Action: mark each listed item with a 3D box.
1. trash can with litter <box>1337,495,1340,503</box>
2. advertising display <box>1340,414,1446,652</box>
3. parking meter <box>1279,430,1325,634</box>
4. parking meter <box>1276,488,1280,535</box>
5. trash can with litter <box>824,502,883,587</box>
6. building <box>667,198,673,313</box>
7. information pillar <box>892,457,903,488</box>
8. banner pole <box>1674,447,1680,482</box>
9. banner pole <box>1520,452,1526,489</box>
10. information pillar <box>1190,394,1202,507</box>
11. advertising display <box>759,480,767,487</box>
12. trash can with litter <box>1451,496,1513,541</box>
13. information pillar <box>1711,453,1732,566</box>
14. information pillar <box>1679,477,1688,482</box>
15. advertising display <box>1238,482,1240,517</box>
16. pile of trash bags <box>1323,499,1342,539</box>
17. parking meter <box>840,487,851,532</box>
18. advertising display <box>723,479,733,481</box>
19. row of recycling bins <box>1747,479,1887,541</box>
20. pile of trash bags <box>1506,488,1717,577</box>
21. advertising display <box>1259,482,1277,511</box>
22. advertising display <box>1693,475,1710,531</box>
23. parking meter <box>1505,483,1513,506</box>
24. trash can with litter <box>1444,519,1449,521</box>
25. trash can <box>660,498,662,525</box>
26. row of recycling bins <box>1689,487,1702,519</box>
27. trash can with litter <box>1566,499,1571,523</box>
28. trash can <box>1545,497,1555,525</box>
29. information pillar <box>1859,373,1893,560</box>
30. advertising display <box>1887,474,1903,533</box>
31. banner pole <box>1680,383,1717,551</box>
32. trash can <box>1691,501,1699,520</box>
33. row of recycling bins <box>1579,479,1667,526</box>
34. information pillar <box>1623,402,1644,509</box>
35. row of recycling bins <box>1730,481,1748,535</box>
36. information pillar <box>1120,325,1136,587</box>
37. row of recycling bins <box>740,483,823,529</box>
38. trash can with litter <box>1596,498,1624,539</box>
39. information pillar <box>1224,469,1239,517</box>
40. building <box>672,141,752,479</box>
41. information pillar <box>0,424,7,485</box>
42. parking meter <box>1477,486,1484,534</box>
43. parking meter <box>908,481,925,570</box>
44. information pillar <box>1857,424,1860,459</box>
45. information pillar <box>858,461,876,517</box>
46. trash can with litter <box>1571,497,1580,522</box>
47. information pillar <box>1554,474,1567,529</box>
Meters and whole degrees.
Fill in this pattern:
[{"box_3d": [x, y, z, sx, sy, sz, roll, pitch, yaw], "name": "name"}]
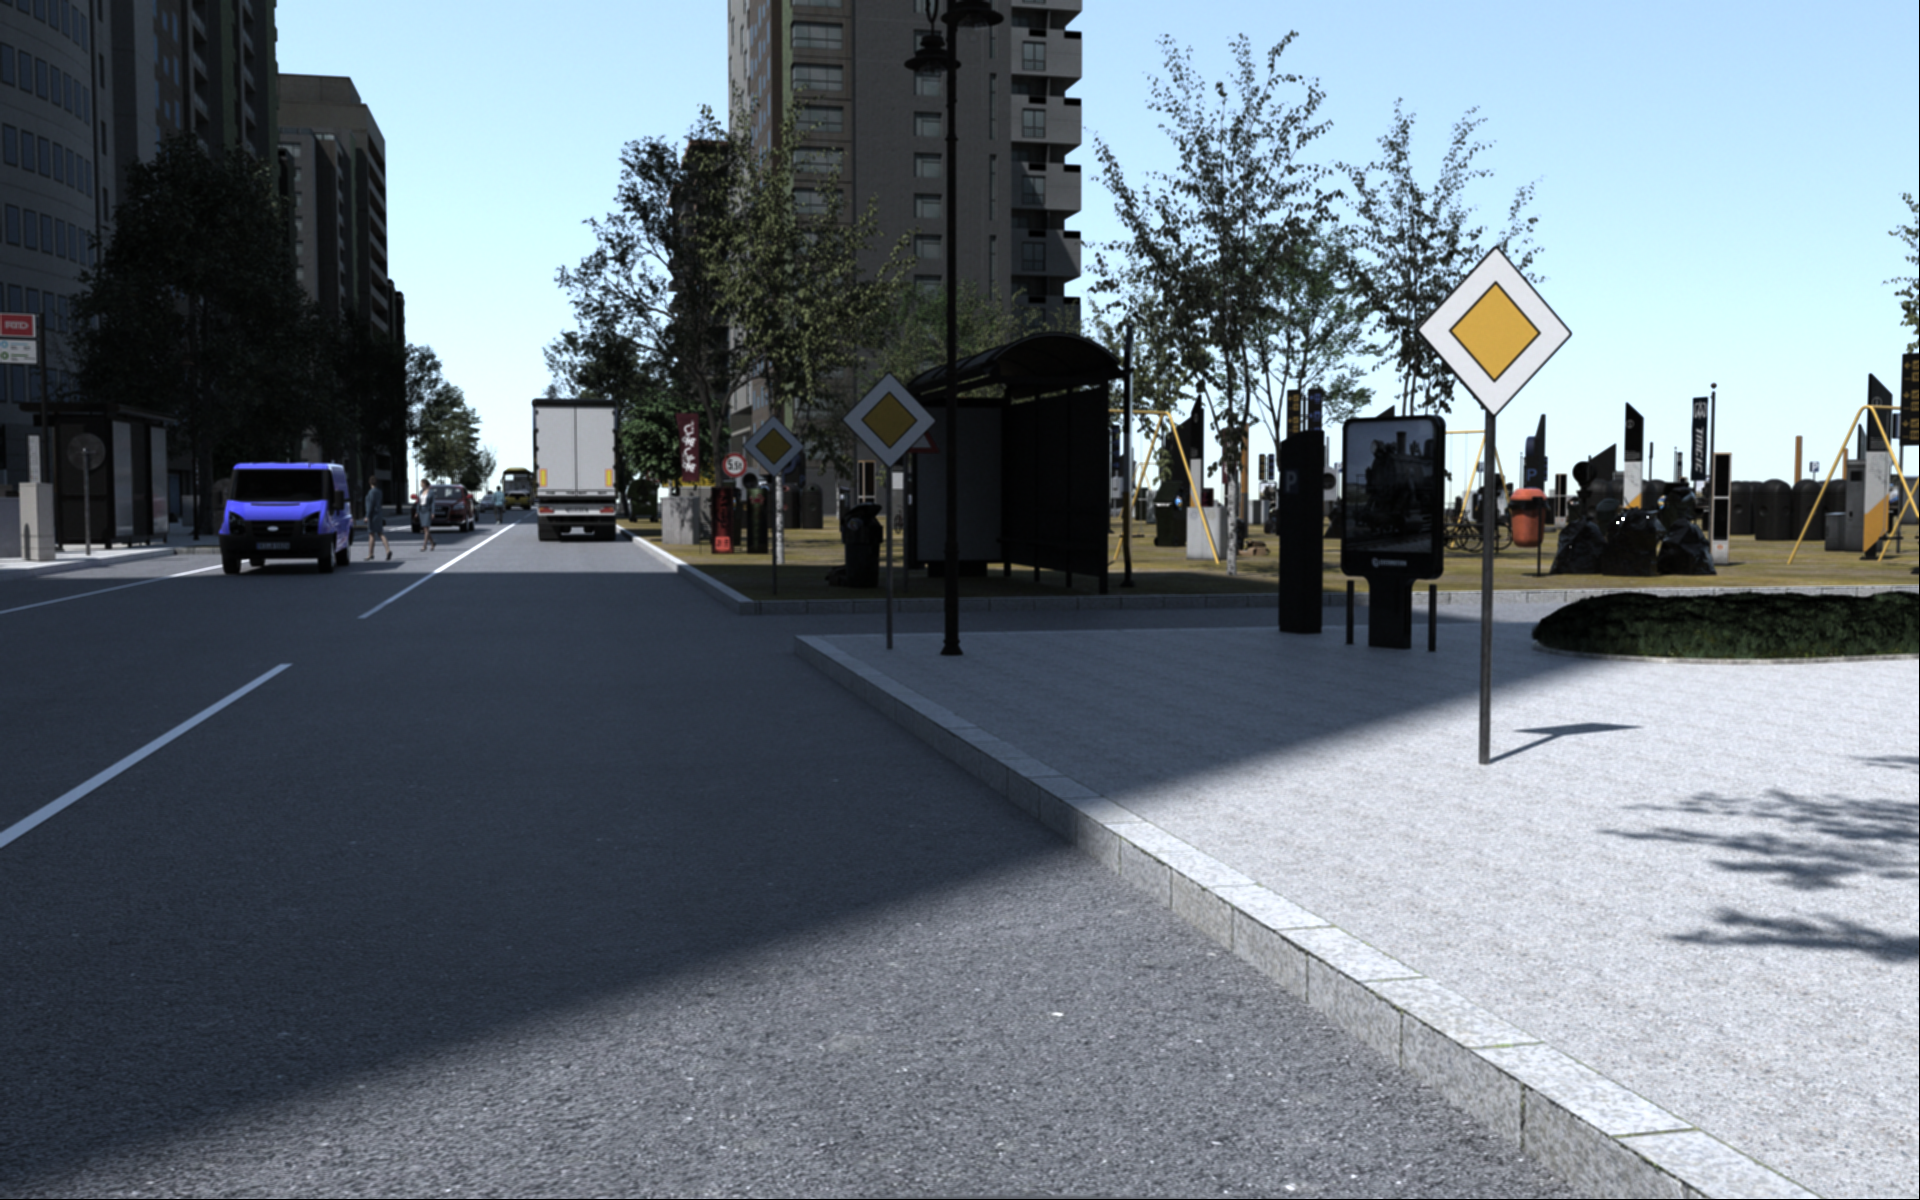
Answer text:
[{"box_3d": [22.101, -5.439, 99.985, 2.233, 1.210, 1.678, -2, 4, -28], "name": "trash can with litter"}, {"box_3d": [3.593, -0.563, 14.426, 0.123, 1.923, 0.974, -3, 4, -38], "name": "advertising display"}, {"box_3d": [3.157, -0.632, 16.043, 0.255, 1.863, 0.399, -2, 4, -26], "name": "parking meter"}, {"box_3d": [10.001, -2.772, 53.734, 0.372, 1.533, 0.369, 0, 3, 0], "name": "parking meter"}, {"box_3d": [-1.527, -0.770, 23.977, 0.624, 1.170, 1.055, -3, 4, -37], "name": "trash can with litter"}, {"box_3d": [-29.197, -35.881, 241.272, 22.147, 44.769, 28.867, -1, 4, -13], "name": "building"}, {"box_3d": [-2.340, -4.555, 65.822, 0.504, 3.616, 0.183, -1, 4, -10], "name": "information pillar"}, {"box_3d": [37.765, -6.187, 91.181, 0.401, 3.779, 0.863, -1, 4, -10], "name": "banner pole"}, {"box_3d": [33.554, -6.910, 103.000, 0.401, 3.779, 0.863, -3, 5, -39], "name": "banner pole"}, {"box_3d": [5.569, -3.029, 40.877, 0.183, 3.616, 0.504, -1, 4, -14], "name": "information pillar"}, {"box_3d": [-9.322, -4.653, 81.293, 0.974, 1.923, 0.123, 3, 5, 40], "name": "advertising display"}, {"box_3d": [14.986, -2.249, 47.821, 2.233, 1.210, 1.678, 0, 4, -6], "name": "trash can with litter"}, {"box_3d": [13.603, -1.619, 30.958, 0.304, 2.012, 0.304, 1, 4, 23], "name": "information pillar"}, {"box_3d": [31.285, -4.309, 74.951, 0.304, 2.012, 0.304, 3, 4, 36], "name": "information pillar"}, {"box_3d": [15.155, -5.523, 95.521, 0.123, 1.923, 0.974, 3, 4, 37], "name": "advertising display"}, {"box_3d": [11.806, -2.399, 48.973, 1.912, 1.369, 3.447, -1, 4, -20], "name": "pile of trash bags"}, {"box_3d": [-3.901, -3.082, 58.794, 0.372, 1.533, 0.369, 0, 3, 0], "name": "parking meter"}, {"box_3d": [-9.802, -4.233, 74.425, 0.974, 1.923, 0.123, -2, 4, -24], "name": "advertising display"}, {"box_3d": [23.840, -2.492, 47.853, 3.534, 1.692, 1.069, 0, 4, -2], "name": "row of recycling bins"}, {"box_3d": [10.177, -1.088, 27.543, 3.447, 1.369, 1.912, -1, 4, -22], "name": "pile of trash bags"}, {"box_3d": [16.203, -5.254, 91.117, 0.974, 1.923, 0.123, 3, 4, 38], "name": "advertising display"}, {"box_3d": [25.881, -3.344, 59.884, 0.974, 1.923, 0.123, 1, 4, 9], "name": "advertising display"}, {"box_3d": [28.525, -5.154, 89.978, 0.255, 1.863, 0.399, 3, 5, 43], "name": "parking meter"}, {"box_3d": [23.603, -4.385, 82.757, 2.233, 1.210, 1.678, 3, 5, 39], "name": "trash can with litter"}, {"box_3d": [-11.594, -3.504, 68.951, 0.748, 1.137, 0.748, 0, 3, 0], "name": "trash can"}, {"box_3d": [38.394, -5.028, 89.317, 3.534, 1.692, 1.069, -2, 4, -25], "name": "row of recycling bins"}, {"box_3d": [27.418, -4.070, 77.928, 0.624, 1.170, 1.055, -1, 4, -21], "name": "trash can with litter"}, {"box_3d": [25.335, -3.859, 74.742, 0.748, 1.137, 0.748, 0, 3, 0], "name": "trash can"}, {"box_3d": [17.838, -2.589, 33.681, 0.504, 3.616, 0.183, -1, 4, -9], "name": "information pillar"}, {"box_3d": [30.199, -3.130, 56.389, 0.974, 1.923, 0.123, 0, 4, -8], "name": "advertising display"}, {"box_3d": [16.861, -3.011, 39.249, 0.401, 3.779, 0.863, -1, 4, -20], "name": "banner pole"}, {"box_3d": [35.990, -4.495, 85.151, 0.748, 1.137, 0.748, 0, 3, 0], "name": "trash can"}, {"box_3d": [18.538, -2.505, 48.075, 3.534, 1.692, 1.069, -2, 4, -34], "name": "row of recycling bins"}, {"box_3d": [17.074, -3.217, 43.955, 0.183, 3.616, 0.504, -3, 4, -37], "name": "information pillar"}, {"box_3d": [25.307, -2.968, 55.634, 1.069, 1.692, 3.534, 3, 4, 37], "name": "row of recycling bins"}, {"box_3d": [2.313, -1.987, 23.836, 0.183, 3.616, 0.504, 1, 4, 11], "name": "information pillar"}, {"box_3d": [-6.746, -3.483, 64.064, 3.534, 1.692, 1.069, 1, 4, 14], "name": "row of recycling bins"}, {"box_3d": [16.167, -1.954, 43.330, 0.624, 1.170, 1.055, 3, 5, 41], "name": "trash can with litter"}, {"box_3d": [8.015, -2.855, 51.179, 0.304, 2.012, 0.304, -3, 5, -42], "name": "information pillar"}, {"box_3d": [-22.761, -34.163, 213.183, 22.147, 44.769, 28.867, -1, 4, -13], "name": "building"}, {"box_3d": [-32.234, -4.095, 58.311, 0.504, 3.616, 0.183, 3, 4, 38], "name": "information pillar"}, {"box_3d": [18.140, -3.161, 60.092, 0.372, 1.533, 0.369, 0, 3, 0], "name": "parking meter"}, {"box_3d": [-0.783, -1.295, 29.579, 0.372, 1.533, 0.369, 0, 3, 0], "name": "parking meter"}, {"box_3d": [30.108, -4.070, 57.896, 0.504, 3.616, 0.183, -3, 5, -40], "name": "information pillar"}, {"box_3d": [-2.057, -2.068, 38.311, 0.304, 2.012, 0.304, -2, 4, -27], "name": "information pillar"}, {"box_3d": [26.541, -3.773, 73.078, 1.055, 1.170, 0.624, 0, 4, -8], "name": "trash can with litter"}, {"box_3d": [21.848, -3.578, 62.991, 0.304, 2.012, 0.304, -1, 4, -10], "name": "information pillar"}]
